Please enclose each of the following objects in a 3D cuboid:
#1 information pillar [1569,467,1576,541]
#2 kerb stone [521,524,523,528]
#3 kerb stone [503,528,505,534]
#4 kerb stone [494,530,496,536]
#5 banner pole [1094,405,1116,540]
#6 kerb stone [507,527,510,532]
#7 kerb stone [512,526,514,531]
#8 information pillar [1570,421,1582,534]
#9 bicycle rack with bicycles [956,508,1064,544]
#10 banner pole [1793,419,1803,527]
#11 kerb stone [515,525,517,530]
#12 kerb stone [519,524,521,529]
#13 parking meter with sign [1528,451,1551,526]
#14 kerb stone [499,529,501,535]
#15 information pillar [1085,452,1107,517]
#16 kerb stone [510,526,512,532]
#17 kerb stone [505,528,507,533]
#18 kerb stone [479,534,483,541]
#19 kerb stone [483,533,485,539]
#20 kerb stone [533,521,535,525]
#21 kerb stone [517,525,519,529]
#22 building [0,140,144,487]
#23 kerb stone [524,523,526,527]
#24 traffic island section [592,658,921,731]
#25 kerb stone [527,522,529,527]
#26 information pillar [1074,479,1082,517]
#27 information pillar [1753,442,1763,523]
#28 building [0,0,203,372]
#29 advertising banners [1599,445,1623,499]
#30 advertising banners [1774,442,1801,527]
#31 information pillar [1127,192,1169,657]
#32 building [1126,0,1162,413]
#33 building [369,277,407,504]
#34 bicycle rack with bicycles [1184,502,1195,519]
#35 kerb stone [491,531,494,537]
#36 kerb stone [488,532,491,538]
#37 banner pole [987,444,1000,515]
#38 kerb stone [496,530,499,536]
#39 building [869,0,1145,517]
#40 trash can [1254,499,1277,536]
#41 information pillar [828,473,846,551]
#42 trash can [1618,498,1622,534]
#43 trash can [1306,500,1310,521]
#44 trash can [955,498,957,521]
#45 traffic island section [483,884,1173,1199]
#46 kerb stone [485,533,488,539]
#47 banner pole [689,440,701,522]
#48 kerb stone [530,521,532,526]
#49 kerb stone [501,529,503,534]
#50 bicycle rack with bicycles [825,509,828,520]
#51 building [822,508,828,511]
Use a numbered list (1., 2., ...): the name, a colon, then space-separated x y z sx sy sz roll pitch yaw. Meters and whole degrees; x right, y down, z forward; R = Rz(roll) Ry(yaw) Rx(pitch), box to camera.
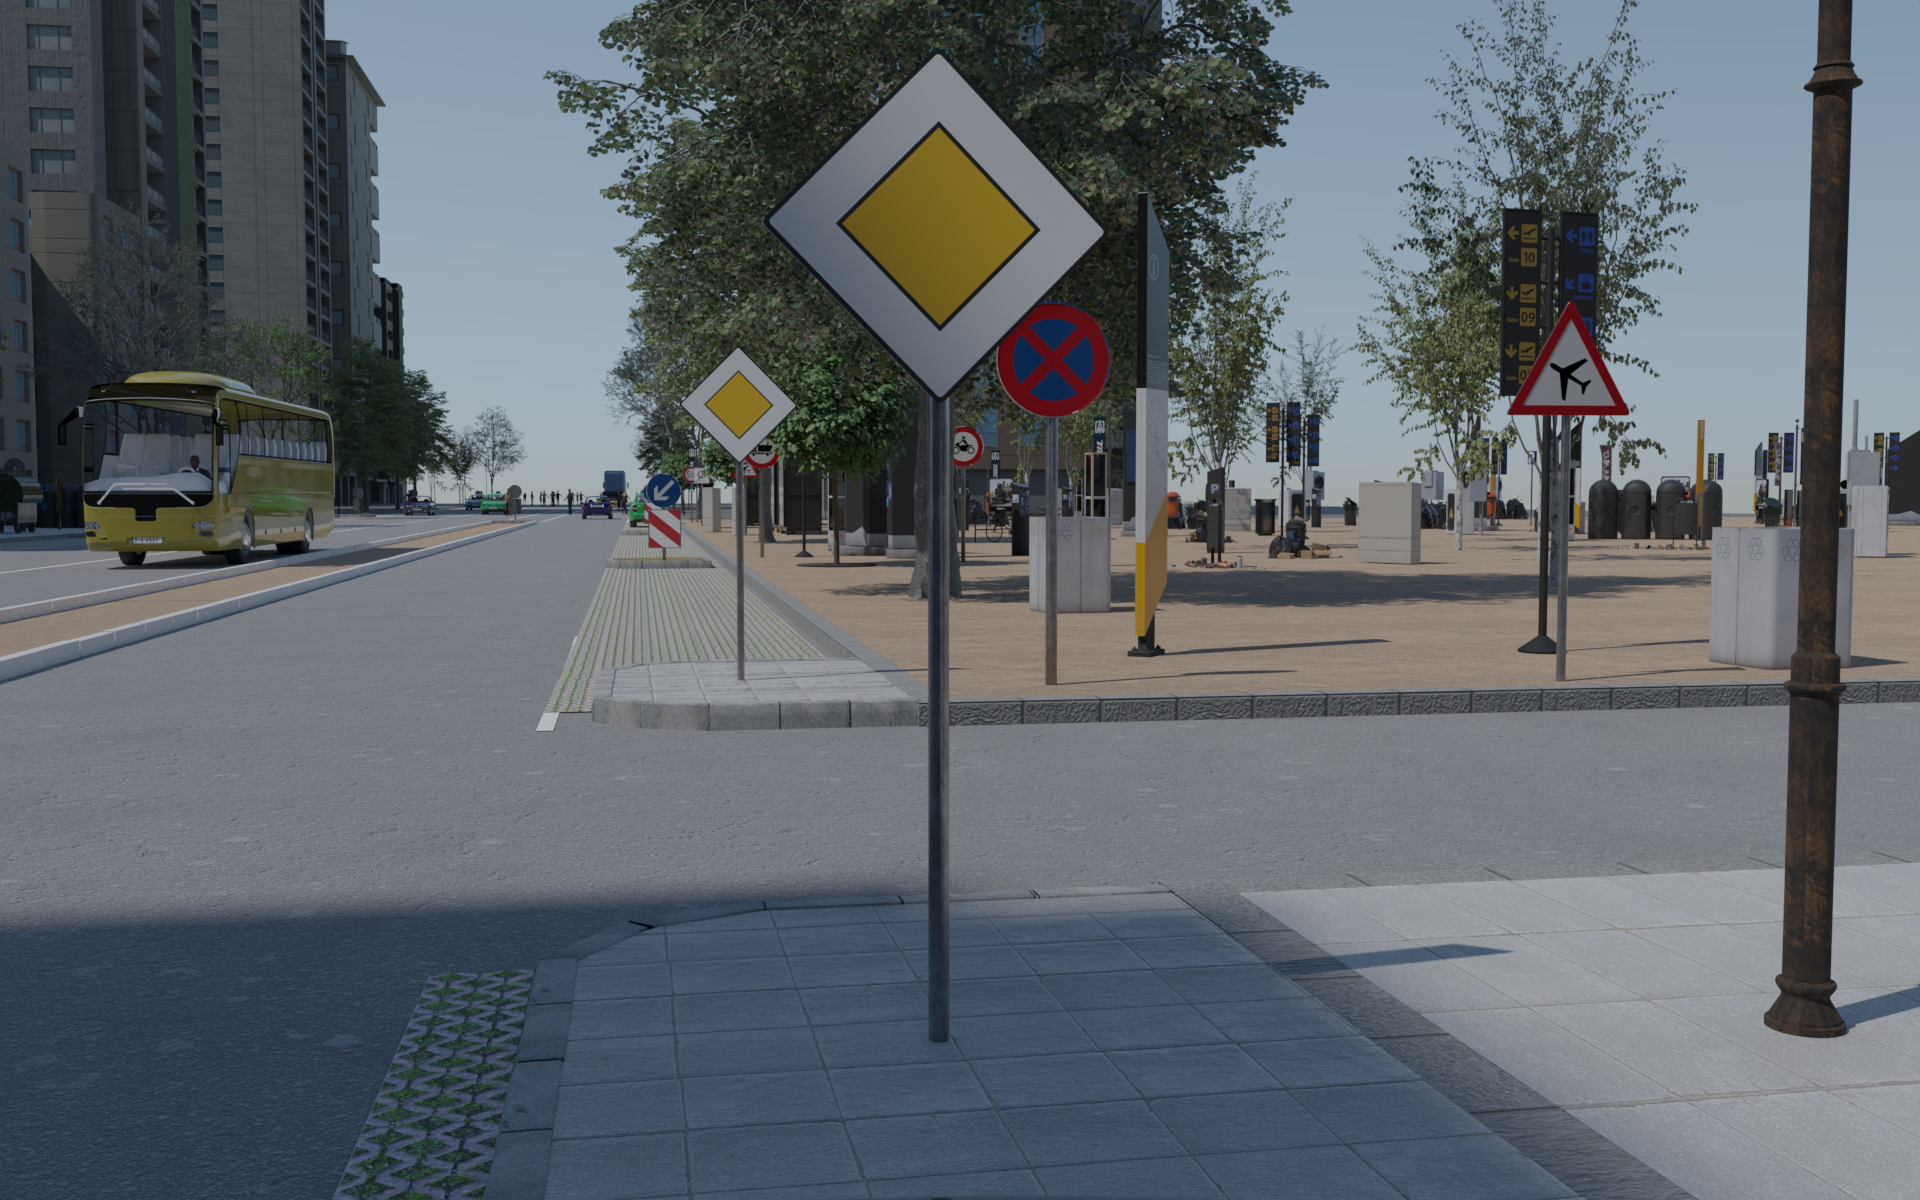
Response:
1. information pillar: 16.471 -2.597 46.949 0.304 2.012 0.304 0 4 -7
2. kerb stone: -18.161 -2.992 71.121 0.120 0.150 1.000 -1 4 -10
3. kerb stone: -16.478 -2.438 62.051 0.120 0.150 1.000 -1 4 -10
4. kerb stone: -15.726 -2.192 58.031 0.120 0.150 1.000 -1 4 -10
5. banner pole: 4.071 -3.614 49.102 0.401 3.779 0.863 -3 5 -40
6. kerb stone: -16.854 -2.561 64.065 0.120 0.150 1.000 -1 4 -10
7. kerb stone: -17.228 -2.681 66.081 0.120 0.150 1.000 -1 4 -10
8. information pillar: 19.585 -3.907 55.227 0.183 3.616 0.504 -3 5 -45
9. bicycle rack with bicycles: 1.841 -1.978 45.727 2.852 0.926 2.925 3 5 40
10. banner pole: 27.922 -4.124 57.449 0.401 3.779 0.863 -2 4 -27
11. kerb stone: -17.604 -2.807 68.097 0.120 0.150 1.000 -1 4 -10
12. kerb stone: -17.980 -2.929 70.115 0.120 0.150 1.000 -1 4 -10
13. parking meter with sign: 23.875 -4.516 70.090 1.738 3.016 0.543 -1 4 -14
14. kerb stone: -16.111 -2.315 60.038 0.120 0.150 1.000 -1 4 -10
15. information pillar: 2.410 -1.606 30.745 0.304 2.012 0.304 -1 4 -22
16. kerb stone: -17.041 -2.617 65.077 0.120 0.150 1.000 -1 4 -10
17. kerb stone: -16.673 -2.499 63.059 0.120 0.150 1.000 -1 4 -10
18. kerb stone: -14.795 -1.884 52.994 0.120 0.150 1.000 -1 4 -10
19. kerb stone: -14.988 -1.946 54.004 0.120 0.150 1.000 -1 4 -10
20. kerb stone: -19.660 -3.486 79.185 0.120 0.150 1.000 -1 4 -10
21. kerb stone: -17.790 -2.869 69.107 0.120 0.150 1.000 -1 4 -10
22. building: -62.157 -15.098 91.900 27.650 21.520 28.899 -1 4 -10
23. kerb stone: -18.542 -3.115 73.142 0.120 0.150 1.000 -1 4 -10
24. traffic island section: -1.488 0.632 11.942 2.009 0.180 2.903 -1 4 -10
25. kerb stone: -18.912 -3.239 75.154 0.120 0.150 1.000 -1 4 -10
26. information pillar: 5.601 -4.738 81.964 0.304 2.012 0.304 -1 4 -14
27. information pillar: 35.788 -5.280 77.676 0.504 3.616 0.183 -2 4 -35
28. building: -59.157 -26.308 113.727 14.154 41.232 14.086 -1 4 -10
29. advertising banners: 23.561 -3.995 61.500 2.074 3.025 0.090 -1 4 -15
30. advertising banners: 28.262 -3.842 59.011 2.074 3.025 0.090 -2 4 -34
31. information pillar: 1.521 -1.369 13.744 0.183 3.616 0.504 2 4 28
32. building: 1.396 -41.815 121.929 20.563 71.187 20.611 -1 4 -10
33. building: -80.812 -27.825 226.645 14.160 30.474 14.107 -1 4 -10
34. bicycle rack with bicycles: 11.739 -4.301 83.702 2.852 0.926 2.925 2 4 33
35. kerb stone: -15.543 -2.130 57.020 0.120 0.150 1.000 -1 4 -10
36. kerb stone: -15.363 -2.068 56.014 0.120 0.150 1.000 -1 4 -10
37. banner pole: 1.614 -5.898 86.457 0.863 3.779 0.401 1 4 12
38. kerb stone: -15.915 -2.253 59.035 0.120 0.150 1.000 -1 4 -10
39. building: 2.277 -27.794 104.540 14.600 45.320 14.200 -1 4 -10
40. trash can: 9.403 -2.550 53.348 0.748 1.137 0.748 0 3 0
41. information pillar: -2.769 -2.110 38.986 0.304 2.012 0.304 -3 5 -41
42. trash can: 21.486 -2.696 55.739 0.748 1.137 0.748 0 3 0
43. trash can: 16.129 -4.262 81.330 0.748 1.137 0.748 0 3 0
44. trash can: -0.315 -3.440 67.893 0.748 1.137 0.748 0 3 0
45. traffic island section: -0.031 1.113 4.091 2.009 0.180 2.903 -1 4 -10
46. kerb stone: -15.174 -2.007 55.009 0.120 0.150 1.000 -1 4 -10
47. banner pole: -12.263 -5.493 79.828 0.401 3.779 0.863 -3 5 -43
48. kerb stone: -19.283 -3.362 77.173 0.120 0.150 1.000 -1 4 -10
49. kerb stone: -16.305 -2.376 61.042 0.120 0.150 1.000 -1 4 -10
50. bicycle rack with bicycles: -4.869 -4.141 81.081 2.925 0.926 2.852 -1 4 -9
51. building: -1.940 -43.070 142.440 20.563 71.187 20.611 -1 4 -10
